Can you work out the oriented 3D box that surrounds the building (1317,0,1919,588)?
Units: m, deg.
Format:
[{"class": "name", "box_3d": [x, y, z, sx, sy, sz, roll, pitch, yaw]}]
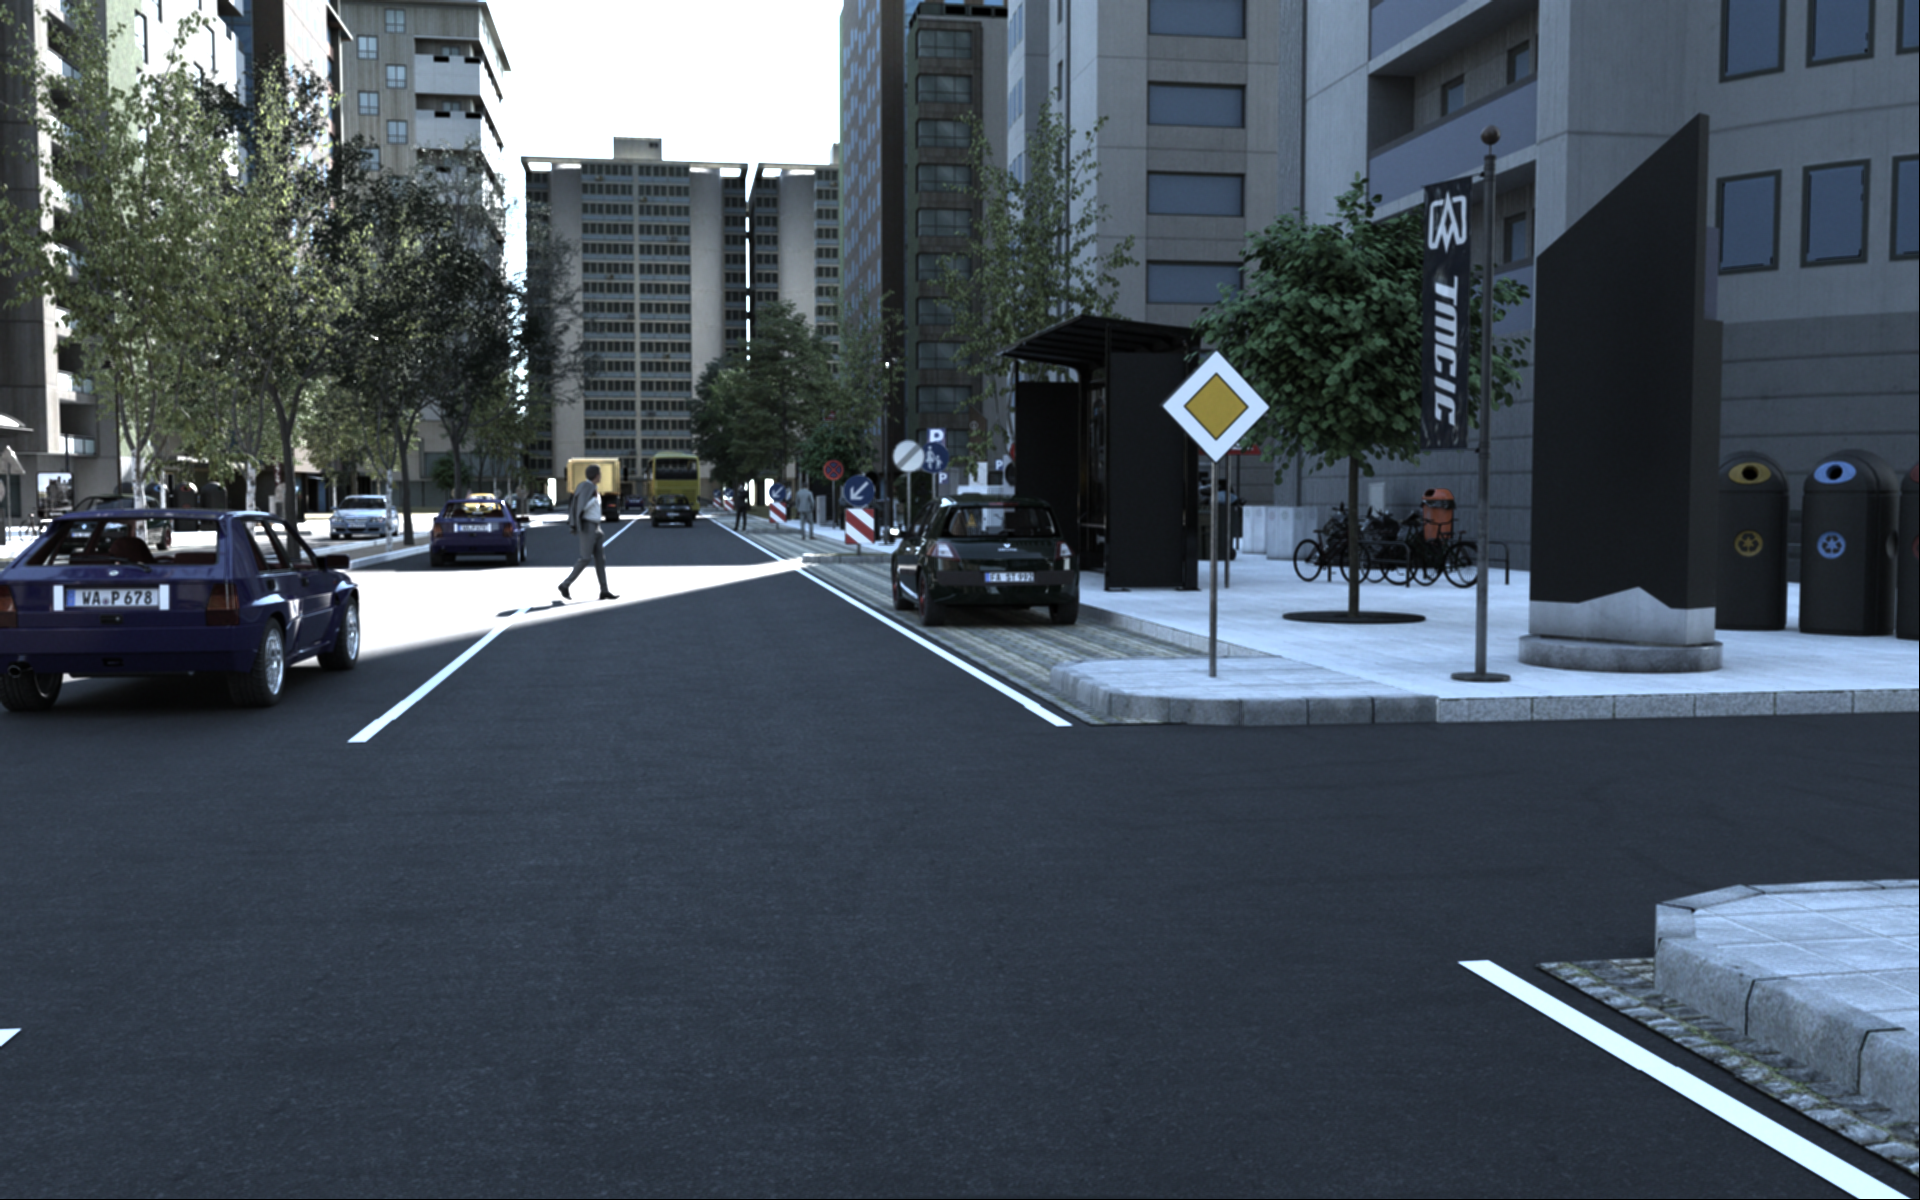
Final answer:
[{"class": "building", "box_3d": [22.649, -30.014, 32.723, 28.212, 58.520, 21.231, -1, 4, -10]}]

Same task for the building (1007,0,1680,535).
[{"class": "building", "box_3d": [12.629, -32.472, 72.911, 21.231, 58.520, 28.212, -1, 4, -10]}]

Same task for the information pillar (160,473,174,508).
[{"class": "information pillar", "box_3d": [-27.804, -3.442, 60.768, 0.304, 2.012, 0.304, 1, 4, 20]}]

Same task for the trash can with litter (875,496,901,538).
[{"class": "trash can with litter", "box_3d": [-1.815, -2.401, 50.311, 2.233, 1.210, 1.678, -1, 4, -20]}]

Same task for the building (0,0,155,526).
[{"class": "building", "box_3d": [-42.318, -23.608, 69.583, 14.154, 41.232, 14.086, -1, 4, -10]}]

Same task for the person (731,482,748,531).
[{"class": "person", "box_3d": [-8.547, -3.643, 67.423, 0.648, 1.900, 0.474, 3, 5, 40]}]

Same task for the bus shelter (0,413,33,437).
[{"class": "bus shelter", "box_3d": [-23.449, -2.820, 40.024, 2.014, 3.302, 5.546, -1, 4, -10]}]

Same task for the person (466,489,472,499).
[{"class": "person", "box_3d": [-31.683, -6.282, 111.877, 0.621, 1.740, 0.551, -1, 4, -15]}]

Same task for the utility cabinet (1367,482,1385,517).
[{"class": "utility cabinet", "box_3d": [7.994, -1.507, 33.311, 0.318, 1.500, 1.173, 1, 4, 13]}]

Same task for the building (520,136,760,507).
[{"class": "building", "box_3d": [-35.345, -30.517, 190.840, 23.993, 40.220, 32.217, -1, 4, -10]}]

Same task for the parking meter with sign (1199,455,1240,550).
[{"class": "parking meter with sign", "box_3d": [5.559, -2.656, 39.683, 1.738, 3.016, 0.543, 0, 4, -5]}]

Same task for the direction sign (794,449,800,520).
[{"class": "direction sign", "box_3d": [-8.159, -5.797, 86.781, 0.379, 3.537, 0.876, -1, 4, -15]}]

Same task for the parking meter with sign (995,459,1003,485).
[{"class": "parking meter with sign", "box_3d": [2.501, -5.610, 87.991, 0.543, 3.016, 1.738, 3, 4, 37]}]

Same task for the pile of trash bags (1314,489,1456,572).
[{"class": "pile of trash bags", "box_3d": [7.569, -1.233, 29.909, 1.912, 1.369, 3.447, -1, 4, -13]}]

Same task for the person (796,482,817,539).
[{"class": "person", "box_3d": [-4.836, -2.798, 54.346, 0.635, 1.810, 0.391, 0, 4, 6]}]

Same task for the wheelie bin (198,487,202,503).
[{"class": "wheelie bin", "box_3d": [-33.529, -4.241, 77.246, 0.980, 1.594, 0.693, -2, 4, -29]}]

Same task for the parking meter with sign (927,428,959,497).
[{"class": "parking meter with sign", "box_3d": [-0.310, -3.076, 46.550, 0.543, 3.016, 1.738, 1, 4, 21]}]

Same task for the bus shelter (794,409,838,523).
[{"class": "bus shelter", "box_3d": [-6.422, -6.236, 79.584, 2.179, 5.291, 8.768, -1, 4, -10]}]

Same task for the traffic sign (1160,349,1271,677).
[{"class": "traffic sign", "box_3d": [1.771, -0.517, 12.089, 0.795, 2.450, 0.064, -1, 4, -10]}]

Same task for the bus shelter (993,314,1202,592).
[{"class": "bus shelter", "box_3d": [1.906, -2.114, 25.849, 1.731, 3.624, 6.357, -1, 4, -10]}]

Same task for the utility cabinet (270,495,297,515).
[{"class": "utility cabinet", "box_3d": [-30.359, -4.086, 77.974, 1.020, 1.237, 0.306, 0, 4, 3]}]

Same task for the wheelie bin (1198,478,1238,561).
[{"class": "wheelie bin", "box_3d": [4.954, -1.569, 33.563, 0.980, 1.594, 0.693, 3, 5, 43]}]

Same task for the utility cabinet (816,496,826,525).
[{"class": "utility cabinet", "box_3d": [-5.871, -3.791, 73.146, 0.306, 1.237, 1.020, -1, 4, -13]}]

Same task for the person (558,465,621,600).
[{"class": "person", "box_3d": [-5.040, -0.910, 23.484, 0.850, 1.850, 0.679, 0, 4, 0]}]

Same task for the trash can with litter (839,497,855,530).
[{"class": "trash can with litter", "box_3d": [-3.992, -3.102, 62.101, 0.624, 1.170, 1.055, -1, 4, -14]}]

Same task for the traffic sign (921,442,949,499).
[{"class": "traffic sign", "box_3d": [-0.643, -2.582, 42.322, 0.768, 2.556, 0.104, 0, 4, -6]}]

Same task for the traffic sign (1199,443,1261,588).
[{"class": "traffic sign", "box_3d": [3.639, -1.439, 23.533, 0.884, 2.594, 0.081, 0, 4, -5]}]

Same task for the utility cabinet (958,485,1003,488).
[{"class": "utility cabinet", "box_3d": [0.535, -2.172, 44.195, 1.173, 1.500, 0.318, 0, 4, 1]}]

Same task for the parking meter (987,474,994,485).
[{"class": "parking meter", "box_3d": [0.762, -2.701, 49.876, 0.399, 1.863, 0.255, 2, 4, 34]}]

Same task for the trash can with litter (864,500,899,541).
[{"class": "trash can with litter", "box_3d": [-2.179, -2.213, 47.576, 1.055, 1.170, 0.624, 1, 4, 20]}]

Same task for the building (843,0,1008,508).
[{"class": "building", "box_3d": [-1.452, -29.626, 134.491, 14.600, 45.320, 14.200, -1, 4, -10]}]

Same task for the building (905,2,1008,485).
[{"class": "building", "box_3d": [3.411, -20.509, 107.027, 14.160, 30.474, 14.107, -1, 4, -10]}]

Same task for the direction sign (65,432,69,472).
[{"class": "direction sign", "box_3d": [-32.567, -4.356, 63.210, 0.379, 3.537, 0.876, -2, 4, -31]}]

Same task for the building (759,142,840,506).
[{"class": "building", "box_3d": [-11.596, -30.728, 194.291, 23.993, 40.220, 32.217, -1, 4, -10]}]

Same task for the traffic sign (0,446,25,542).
[{"class": "traffic sign", "box_3d": [-25.595, -2.849, 46.589, 0.884, 2.594, 0.081, 0, 4, -4]}]

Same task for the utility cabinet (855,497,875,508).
[{"class": "utility cabinet", "box_3d": [-4.689, -4.663, 84.911, 0.318, 1.500, 1.173, -3, 5, -44]}]

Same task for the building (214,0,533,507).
[{"class": "building", "box_3d": [-60.450, -36.409, 184.525, 27.495, 52.752, 28.713, -1, 4, -10]}]

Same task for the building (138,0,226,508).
[{"class": "building", "box_3d": [-54.718, -30.755, 92.076, 28.713, 52.752, 27.495, -1, 4, -10]}]

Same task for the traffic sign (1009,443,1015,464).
[{"class": "traffic sign", "box_3d": [1.463, -2.319, 38.016, 0.768, 2.556, 0.104, 0, 4, -1]}]

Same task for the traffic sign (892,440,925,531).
[{"class": "traffic sign", "box_3d": [-1.215, -2.498, 40.953, 0.768, 2.556, 0.104, 0, 4, -1]}]

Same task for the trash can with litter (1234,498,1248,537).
[{"class": "trash can with litter", "box_3d": [8.023, -2.428, 51.085, 0.624, 1.170, 1.055, -2, 4, -26]}]

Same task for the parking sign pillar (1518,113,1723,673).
[{"class": "parking sign pillar", "box_3d": [4.980, -1.499, 12.980, 1.447, 3.967, 1.447, -3, 4, -38]}]

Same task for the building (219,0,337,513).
[{"class": "building", "box_3d": [-50.188, -28.401, 114.468, 14.600, 45.320, 14.200, -1, 4, -10]}]

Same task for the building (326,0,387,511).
[{"class": "building", "box_3d": [-61.677, -29.383, 135.030, 28.867, 44.769, 22.147, -1, 4, -10]}]

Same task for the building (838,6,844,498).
[{"class": "building", "box_3d": [-3.521, -28.450, 148.758, 14.154, 41.232, 14.086, -1, 4, -10]}]

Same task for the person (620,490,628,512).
[{"class": "person", "box_3d": [-26.887, -7.842, 137.233, 1.217, 1.766, 0.721, -3, 4, -36]}]

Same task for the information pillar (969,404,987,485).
[{"class": "information pillar", "box_3d": [0.454, -3.274, 44.886, 0.504, 3.616, 0.183, 1, 4, 18]}]

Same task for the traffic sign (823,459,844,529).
[{"class": "traffic sign", "box_3d": [-4.652, -3.897, 63.826, 0.768, 2.556, 0.104, 0, 4, -2]}]
